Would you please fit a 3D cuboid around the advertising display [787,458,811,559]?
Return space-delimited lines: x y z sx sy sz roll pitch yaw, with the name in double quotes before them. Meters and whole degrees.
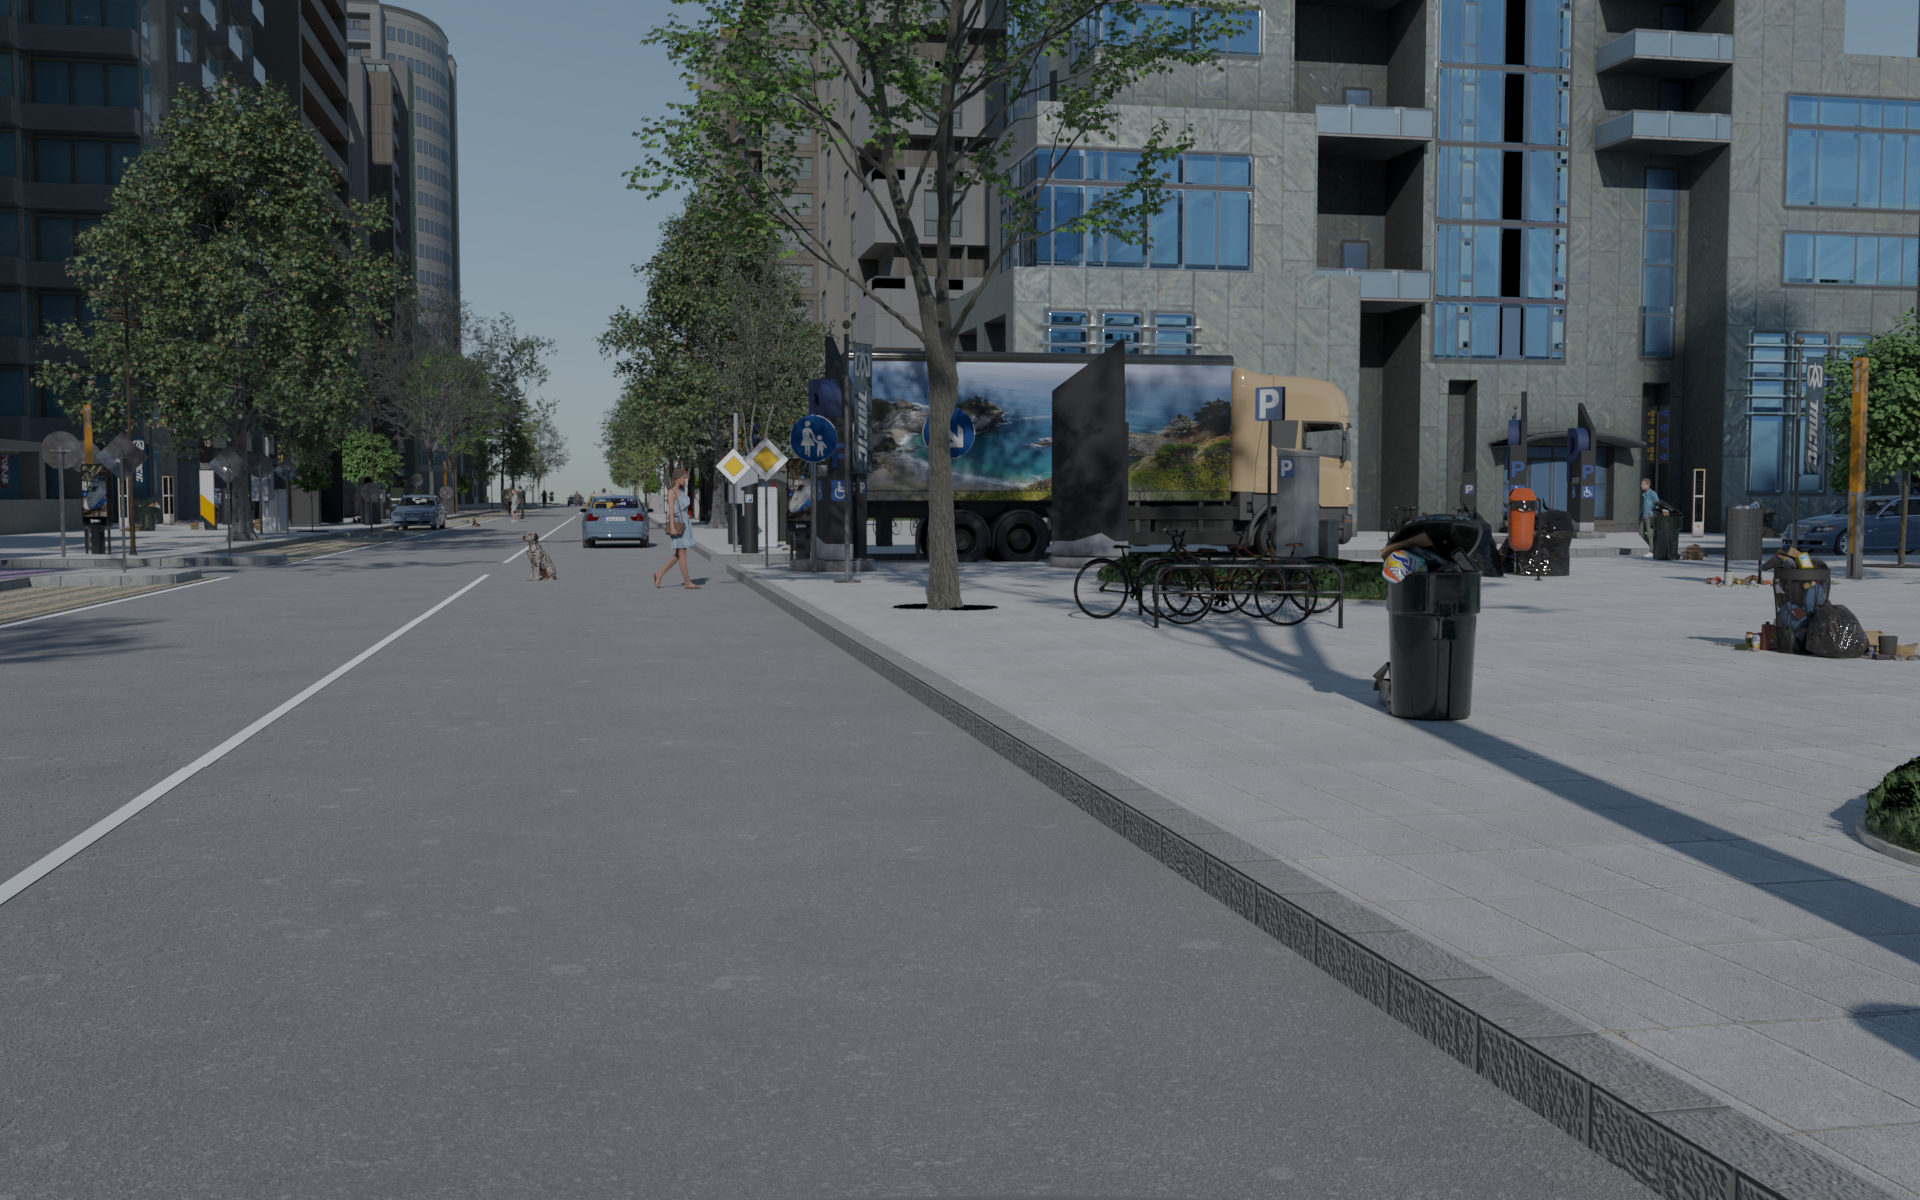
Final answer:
"advertising display" -2.809 -1.573 30.938 0.123 1.923 0.974 -2 4 -34

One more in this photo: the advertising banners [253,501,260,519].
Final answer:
"advertising banners" -35.048 -5.547 86.882 0.090 3.025 2.074 -3 5 -43

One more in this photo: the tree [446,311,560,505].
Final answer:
"tree" -48.280 -19.974 182.469 12.611 20.169 13.585 0 3 0

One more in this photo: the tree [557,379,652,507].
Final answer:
"tree" -32.363 -16.335 177.453 12.009 13.543 11.850 0 3 0

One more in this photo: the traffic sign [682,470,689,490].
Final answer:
"traffic sign" -14.365 -5.467 89.490 0.768 2.556 0.104 -1 4 -8

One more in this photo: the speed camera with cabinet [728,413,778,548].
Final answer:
"speed camera with cabinet" -5.007 -2.904 41.816 0.660 3.252 2.038 -2 4 -26

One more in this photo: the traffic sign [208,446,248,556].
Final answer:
"traffic sign" -15.209 -1.980 36.019 0.795 2.450 0.064 -1 4 -11

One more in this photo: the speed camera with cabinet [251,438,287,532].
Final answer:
"speed camera with cabinet" -23.721 -3.982 59.448 0.660 3.252 2.038 0 4 -4

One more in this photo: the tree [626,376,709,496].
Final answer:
"tree" -15.087 -8.649 91.771 4.737 8.622 4.395 0 3 0

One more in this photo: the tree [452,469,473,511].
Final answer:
"tree" -38.517 -8.529 134.046 1.663 3.219 1.824 0 3 0

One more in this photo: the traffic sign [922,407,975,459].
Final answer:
"traffic sign" -0.166 -1.538 25.255 0.768 2.556 0.104 0 4 -3

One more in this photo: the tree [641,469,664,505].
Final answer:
"tree" -23.307 -8.366 131.383 1.663 3.219 1.824 0 3 0

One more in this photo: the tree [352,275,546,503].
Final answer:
"tree" -29.805 -11.440 97.417 12.009 13.543 11.850 0 3 0

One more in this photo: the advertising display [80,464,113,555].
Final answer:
"advertising display" -18.350 -1.934 36.828 0.974 1.923 0.123 2 4 33

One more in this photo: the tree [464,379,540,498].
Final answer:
"tree" -44.559 -15.398 169.883 7.486 12.596 7.792 0 3 0

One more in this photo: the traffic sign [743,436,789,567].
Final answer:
"traffic sign" -3.383 -1.627 30.237 0.795 2.450 0.064 -1 4 -11

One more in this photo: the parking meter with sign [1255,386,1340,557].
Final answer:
"parking meter with sign" 5.652 -1.990 28.798 1.738 3.016 0.543 -3 5 -43

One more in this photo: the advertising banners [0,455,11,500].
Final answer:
"advertising banners" -40.912 -4.692 72.906 0.090 3.025 2.074 2 4 31

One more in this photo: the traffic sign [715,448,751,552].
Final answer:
"traffic sign" -4.968 -2.105 38.064 0.795 2.450 0.064 -1 4 -11

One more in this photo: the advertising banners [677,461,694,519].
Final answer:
"advertising banners" -13.858 -5.654 88.632 0.090 3.025 2.074 2 4 26

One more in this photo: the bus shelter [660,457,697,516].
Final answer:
"bus shelter" -15.882 -6.359 97.889 2.014 3.302 5.546 -1 4 -11

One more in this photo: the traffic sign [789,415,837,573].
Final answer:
"traffic sign" -2.359 -1.702 27.933 0.768 2.556 0.104 0 4 -3

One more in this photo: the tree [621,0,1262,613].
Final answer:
"tree" -0.265 -5.711 19.124 9.928 11.665 9.643 0 3 0

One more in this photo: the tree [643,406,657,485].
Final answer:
"tree" -13.141 -8.088 82.600 4.360 8.622 3.978 0 3 0

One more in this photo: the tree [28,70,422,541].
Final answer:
"tree" -19.660 -7.954 47.057 9.611 12.733 9.660 0 3 0

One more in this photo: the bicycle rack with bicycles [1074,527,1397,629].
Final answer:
"bicycle rack with bicycles" 2.614 -0.254 17.539 2.925 0.926 2.852 0 4 2

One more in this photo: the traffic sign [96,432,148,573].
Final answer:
"traffic sign" -13.624 -1.501 28.192 0.795 2.450 0.064 -1 4 -11

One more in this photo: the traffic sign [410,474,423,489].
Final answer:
"traffic sign" -34.014 -6.626 108.444 0.768 2.556 0.104 0 4 -5

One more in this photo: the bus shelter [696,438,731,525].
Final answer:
"bus shelter" -10.754 -5.159 75.625 1.731 3.624 6.357 -1 4 -11

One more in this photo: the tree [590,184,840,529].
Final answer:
"tree" -8.865 -8.994 64.062 9.611 12.733 9.660 0 3 0

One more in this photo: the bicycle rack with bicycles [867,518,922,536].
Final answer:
"bicycle rack with bicycles" -1.602 -2.451 53.463 2.852 0.926 2.925 1 4 23

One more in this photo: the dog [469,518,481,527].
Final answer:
"dog" -21.210 -3.390 75.623 0.550 0.427 0.748 0 4 -5

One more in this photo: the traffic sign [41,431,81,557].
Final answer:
"traffic sign" -18.201 -2.140 35.092 0.768 2.556 0.104 -1 4 -9

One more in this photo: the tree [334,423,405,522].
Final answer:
"tree" -27.081 -5.830 79.038 4.285 4.588 4.351 0 3 0

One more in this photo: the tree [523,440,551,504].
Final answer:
"tree" -60.122 -18.121 246.644 4.360 8.622 3.978 0 3 0

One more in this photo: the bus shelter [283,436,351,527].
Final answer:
"bus shelter" -26.078 -4.842 70.451 1.731 3.624 6.357 -1 4 -12

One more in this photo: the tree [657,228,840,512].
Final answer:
"tree" -5.436 -5.955 47.734 4.360 8.622 3.978 0 3 0

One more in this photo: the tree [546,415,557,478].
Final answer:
"tree" -62.256 -21.126 255.771 12.009 13.543 11.850 0 3 0

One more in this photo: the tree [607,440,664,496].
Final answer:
"tree" -41.261 -18.614 222.470 7.486 12.596 7.792 0 3 0

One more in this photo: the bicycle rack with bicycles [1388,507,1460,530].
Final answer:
"bicycle rack with bicycles" 12.787 -2.077 47.345 2.925 0.926 2.852 -2 4 -32

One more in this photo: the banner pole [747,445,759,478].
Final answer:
"banner pole" -9.383 -5.395 78.227 0.863 3.779 0.401 2 4 24

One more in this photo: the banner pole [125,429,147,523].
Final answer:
"banner pole" -31.924 -4.710 67.023 0.863 3.779 0.401 -2 4 -27

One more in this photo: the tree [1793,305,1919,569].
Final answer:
"tree" 16.497 -2.855 30.390 4.285 4.588 4.351 0 3 0

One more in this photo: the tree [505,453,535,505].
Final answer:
"tree" -54.298 -16.049 212.763 4.737 8.622 4.395 0 3 0

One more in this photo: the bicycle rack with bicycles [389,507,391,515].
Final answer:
"bicycle rack with bicycles" -32.145 -5.452 102.527 2.925 0.926 2.852 -2 4 -31

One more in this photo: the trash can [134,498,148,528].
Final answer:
"trash can" -30.423 -3.222 64.332 0.748 1.137 0.748 0 3 0

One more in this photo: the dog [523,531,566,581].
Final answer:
"dog" -6.834 -0.728 28.742 0.800 0.831 0.513 -1 4 -13

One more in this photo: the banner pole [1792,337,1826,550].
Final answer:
"banner pole" 13.566 -2.308 27.756 0.863 3.779 0.401 -2 4 -29

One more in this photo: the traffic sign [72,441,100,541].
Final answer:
"traffic sign" -20.858 -2.518 41.280 0.768 2.556 0.104 0 4 -6

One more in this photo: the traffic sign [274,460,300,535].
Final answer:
"traffic sign" -21.301 -3.281 54.836 0.795 2.450 0.064 -1 4 -10

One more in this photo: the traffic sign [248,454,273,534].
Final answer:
"traffic sign" -22.196 -3.355 54.961 0.768 2.556 0.104 0 4 -7

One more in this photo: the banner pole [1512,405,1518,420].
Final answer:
"banner pole" 15.541 -3.588 48.673 0.401 3.779 0.863 2 4 26

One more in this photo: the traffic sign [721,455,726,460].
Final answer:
"traffic sign" -7.208 -3.342 54.753 0.768 2.556 0.104 0 4 -7

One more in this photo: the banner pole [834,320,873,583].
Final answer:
"banner pole" -1.506 -2.153 25.217 0.401 3.779 0.863 2 4 33
